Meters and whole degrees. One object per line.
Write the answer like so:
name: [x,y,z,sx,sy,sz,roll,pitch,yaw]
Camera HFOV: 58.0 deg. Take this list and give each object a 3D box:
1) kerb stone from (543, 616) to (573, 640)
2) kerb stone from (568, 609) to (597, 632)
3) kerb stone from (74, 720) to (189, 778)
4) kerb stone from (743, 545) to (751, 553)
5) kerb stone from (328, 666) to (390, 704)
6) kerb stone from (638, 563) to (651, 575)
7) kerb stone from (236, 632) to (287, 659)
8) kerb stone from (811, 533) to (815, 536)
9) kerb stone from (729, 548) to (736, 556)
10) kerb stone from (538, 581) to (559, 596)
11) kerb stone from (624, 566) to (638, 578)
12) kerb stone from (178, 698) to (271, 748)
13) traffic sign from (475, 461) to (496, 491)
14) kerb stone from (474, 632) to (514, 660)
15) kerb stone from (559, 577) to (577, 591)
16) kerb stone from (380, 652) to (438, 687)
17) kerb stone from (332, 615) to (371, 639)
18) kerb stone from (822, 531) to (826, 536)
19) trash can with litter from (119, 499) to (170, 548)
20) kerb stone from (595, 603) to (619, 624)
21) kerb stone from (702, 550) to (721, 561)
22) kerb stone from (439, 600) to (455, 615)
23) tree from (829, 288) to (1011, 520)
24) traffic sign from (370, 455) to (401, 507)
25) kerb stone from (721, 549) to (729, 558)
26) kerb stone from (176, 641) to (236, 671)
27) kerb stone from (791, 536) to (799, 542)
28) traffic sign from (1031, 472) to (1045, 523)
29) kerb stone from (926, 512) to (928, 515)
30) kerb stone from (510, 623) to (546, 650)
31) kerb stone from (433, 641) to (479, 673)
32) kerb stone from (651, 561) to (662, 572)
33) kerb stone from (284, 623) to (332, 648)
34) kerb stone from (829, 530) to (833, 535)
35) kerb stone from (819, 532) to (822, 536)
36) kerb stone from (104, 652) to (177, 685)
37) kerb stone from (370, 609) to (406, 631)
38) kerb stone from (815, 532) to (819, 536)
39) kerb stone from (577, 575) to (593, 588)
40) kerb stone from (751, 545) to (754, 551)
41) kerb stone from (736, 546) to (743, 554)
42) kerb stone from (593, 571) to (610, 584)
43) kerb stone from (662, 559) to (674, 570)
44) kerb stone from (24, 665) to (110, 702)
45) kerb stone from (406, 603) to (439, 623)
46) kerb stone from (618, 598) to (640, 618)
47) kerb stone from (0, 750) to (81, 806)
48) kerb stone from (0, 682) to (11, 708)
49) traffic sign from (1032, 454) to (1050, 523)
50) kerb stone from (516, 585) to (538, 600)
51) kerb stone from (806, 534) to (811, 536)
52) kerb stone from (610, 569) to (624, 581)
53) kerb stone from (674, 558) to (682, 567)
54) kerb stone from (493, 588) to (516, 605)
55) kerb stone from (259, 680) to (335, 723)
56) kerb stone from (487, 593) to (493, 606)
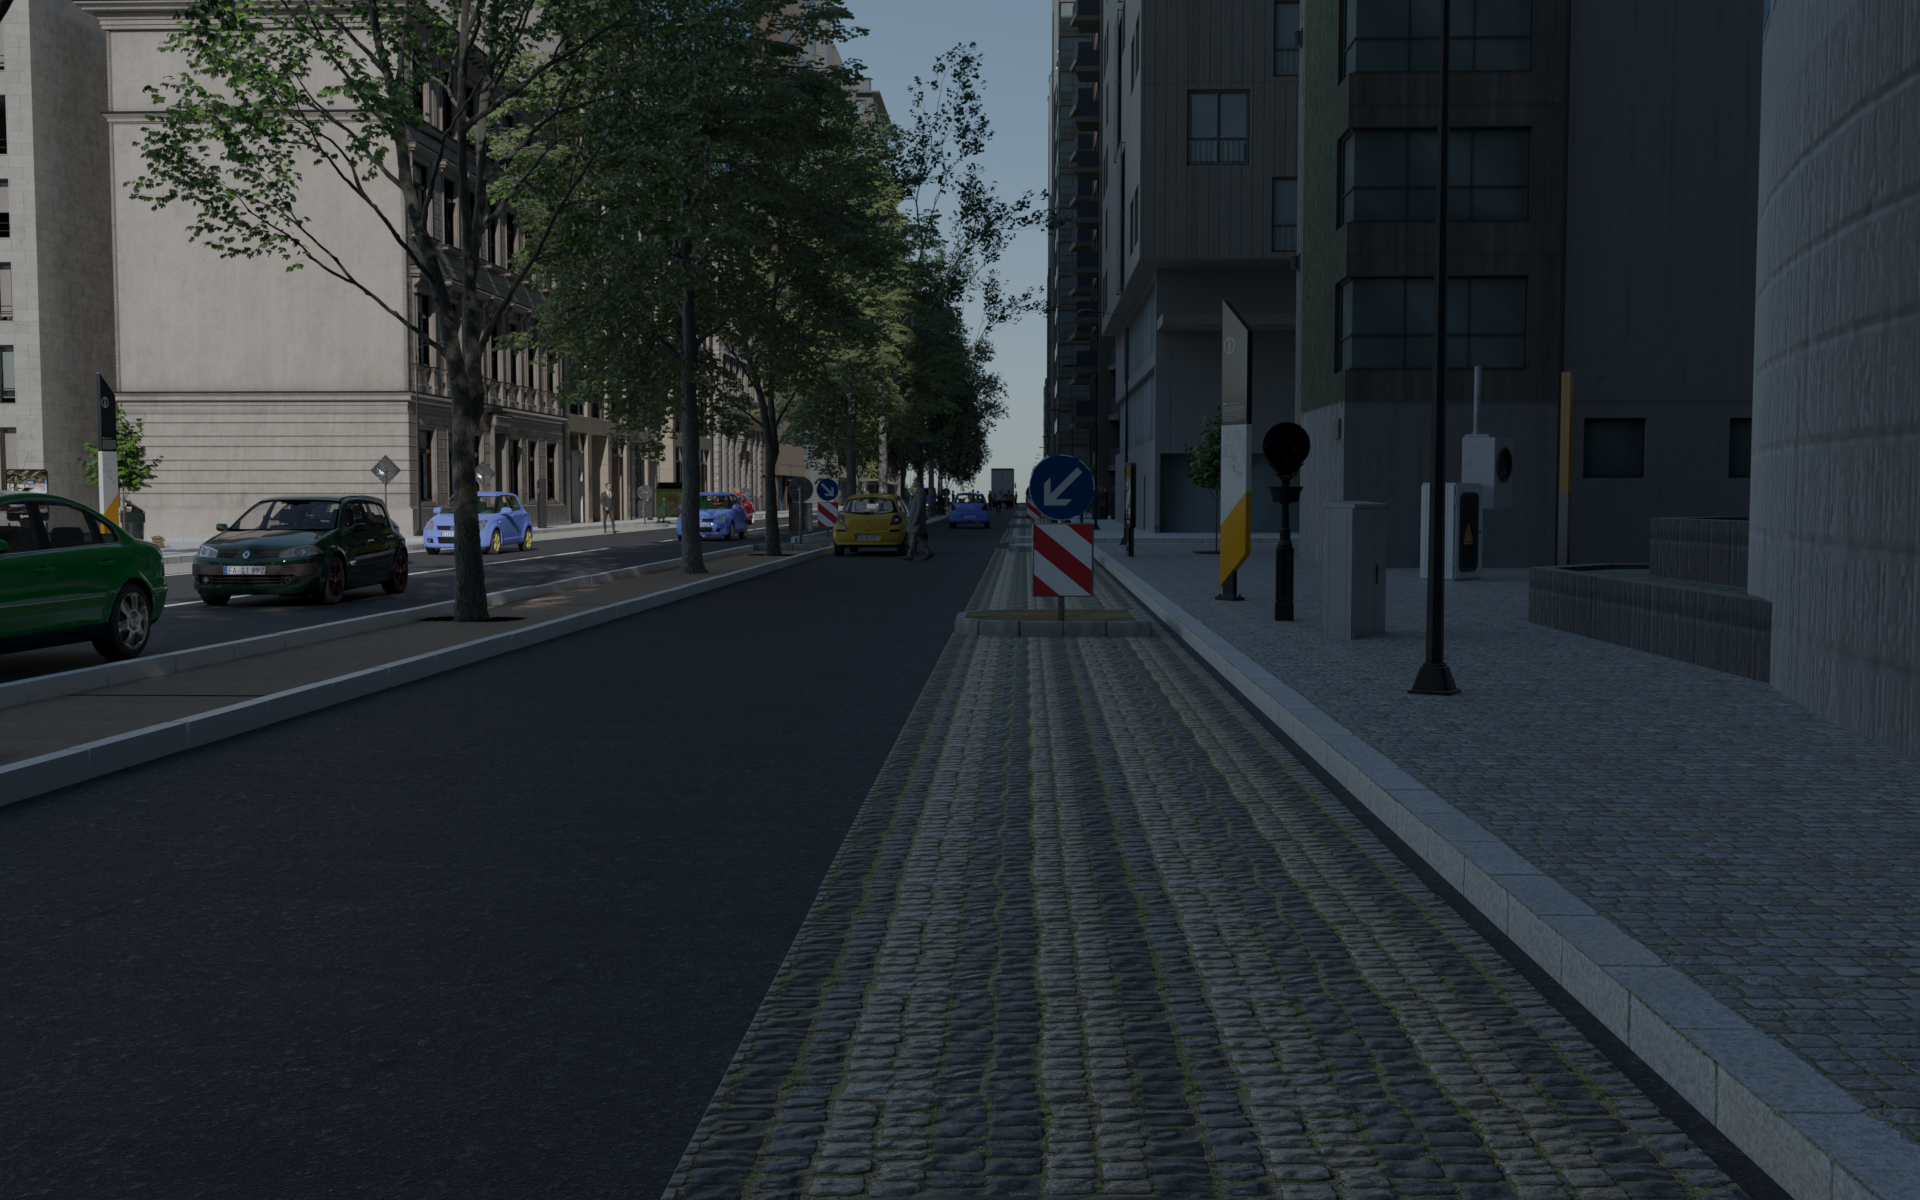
kerb stone: [-4.108,0.295,17.414,0.120,0.150,1.000,0,4,2]
kerb stone: [-4.072,0.230,18.436,0.120,0.150,1.000,0,4,2]
kerb stone: [-4.423,0.793,9.230,0.120,0.150,1.000,0,4,2]
kerb stone: [-5.283,-1.215,42.059,0.120,0.150,1.000,0,4,2]
kerb stone: [-4.307,0.608,12.298,0.120,0.150,1.000,0,4,2]
kerb stone: [-5.709,-0.523,30.773,0.120,0.150,1.000,0,4,2]
kerb stone: [-6.289,0.419,15.417,0.120,0.150,1.000,0,4,2]
kerb stone: [-4.808,-1.999,54.887,0.120,0.150,1.000,0,4,2]
kerb stone: [-5.370,-1.089,39.999,0.120,0.150,1.000,0,4,2]
kerb stone: [-5.938,-0.134,24.622,0.120,0.150,1.000,0,4,2]
kerb stone: [-5.747,-0.460,29.752,0.120,0.150,1.000,0,4,2]
kerb stone: [-4.376,0.730,10.254,0.120,0.150,1.000,0,4,2]
traffic sign: [-14.425,-2.983,52.409,0.795,2.450,0.064,0,4,2]
kerb stone: [-4.191,0.417,15.371,0.120,0.150,1.000,0,4,2]
kerb stone: [-5.899,-0.206,25.650,0.120,0.150,1.000,0,4,2]
kerb stone: [-4.262,0.543,13.324,0.120,0.150,1.000,0,4,2]
kerb stone: [-6.209,0.290,17.459,0.120,0.150,1.000,0,4,2]
kerb stone: [-4.688,-2.187,57.950,0.120,0.150,1.000,0,4,2]
trash can with litter: [-19.238,-1.801,40.838,1.055,1.170,0.624,-2,4,-27]
kerb stone: [-4.033,0.167,19.461,0.120,0.150,1.000,0,4,2]
kerb stone: [-5.446,-0.961,37.956,0.120,0.150,1.000,0,4,2]
kerb stone: [-6.092,0.102,20.526,0.120,0.150,1.000,0,4,2]
tree: [-2.123,-10.626,93.199,9.611,12.733,9.660,0,3,0]
traffic sign: [-14.725,-2.495,44.429,0.795,2.450,0.064,0,4,2]
kerb stone: [-5.400,-1.026,38.977,0.120,0.150,1.000,0,4,2]
kerb stone: [-6.324,0.479,14.395,0.120,0.150,1.000,0,4,2]
kerb stone: [-4.930,-1.811,51.806,0.120,0.150,1.000,0,4,2]
traffic sign: [2.507,-2.943,51.755,0.795,2.450,0.064,0,4,2]
kerb stone: [-2.183,-6.259,124.558,0.120,0.150,1.000,0,4,2]
kerb stone: [-4.143,0.358,16.392,0.120,0.150,1.000,0,4,2]
kerb stone: [-4.223,0.480,14.345,0.120,0.150,1.000,0,4,2]
kerb stone: [-5.676,-0.587,31.800,0.120,0.150,1.000,0,4,2]
kerb stone: [-6.241,0.352,16.438,0.120,0.150,1.000,0,4,2]
kerb stone: [-4.607,-2.312,59.996,0.120,0.150,1.000,0,4,2]
kerb stone: [-4.727,-2.124,56.929,0.120,0.150,1.000,0,4,2]
kerb stone: [-6.368,0.540,13.373,0.120,0.150,1.000,0,4,2]
kerb stone: [-6.178,0.227,18.481,0.120,0.150,1.000,0,4,2]
kerb stone: [-4.766,-2.058,55.908,0.120,0.150,1.000,0,4,2]
kerb stone: [-5.870,-0.274,26.671,0.120,0.150,1.000,0,4,2]
kerb stone: [-5.246,-1.278,43.089,0.120,0.150,1.000,0,4,2]
kerb stone: [-5.331,-1.152,41.028,0.120,0.150,1.000,0,4,2]
kerb stone: [-5.823,-0.329,27.695,0.120,0.150,1.000,0,4,2]
kerb stone: [-5.631,-0.650,32.826,0.120,0.150,1.000,0,4,2]
kerb stone: [-6.403,0.603,12.340,0.120,0.150,1.000,0,4,2]
kerb stone: [-6.128,0.168,19.502,0.120,0.150,1.000,0,4,2]
kerb stone: [-3.989,0.104,20.491,0.120,0.150,1.000,0,4,2]
kerb stone: [-4.455,0.856,8.207,0.120,0.150,1.000,0,4,2]
kerb stone: [-6.437,0.666,11.313,0.120,0.150,1.000,0,4,2]
traffic sign: [2.207,-2.455,43.775,0.795,2.450,0.064,0,4,2]
kerb stone: [-5.980,-0.086,23.597,0.120,0.150,1.000,0,4,2]
kerb stone: [-4.840,-1.937,53.865,0.120,0.150,1.000,0,4,2]
kerb stone: [-5.789,-0.398,28.716,0.120,0.150,1.000,0,4,2]
kerb stone: [-5.593,-0.713,33.853,0.120,0.150,1.000,0,4,2]
kerb stone: [-6.023,-0.023,22.576,0.120,0.150,1.000,0,4,2]
kerb stone: [-4.344,0.668,11.276,0.120,0.150,1.000,0,4,2]
kerb stone: [-6.053,0.040,21.547,0.120,0.150,1.000,0,4,2]
